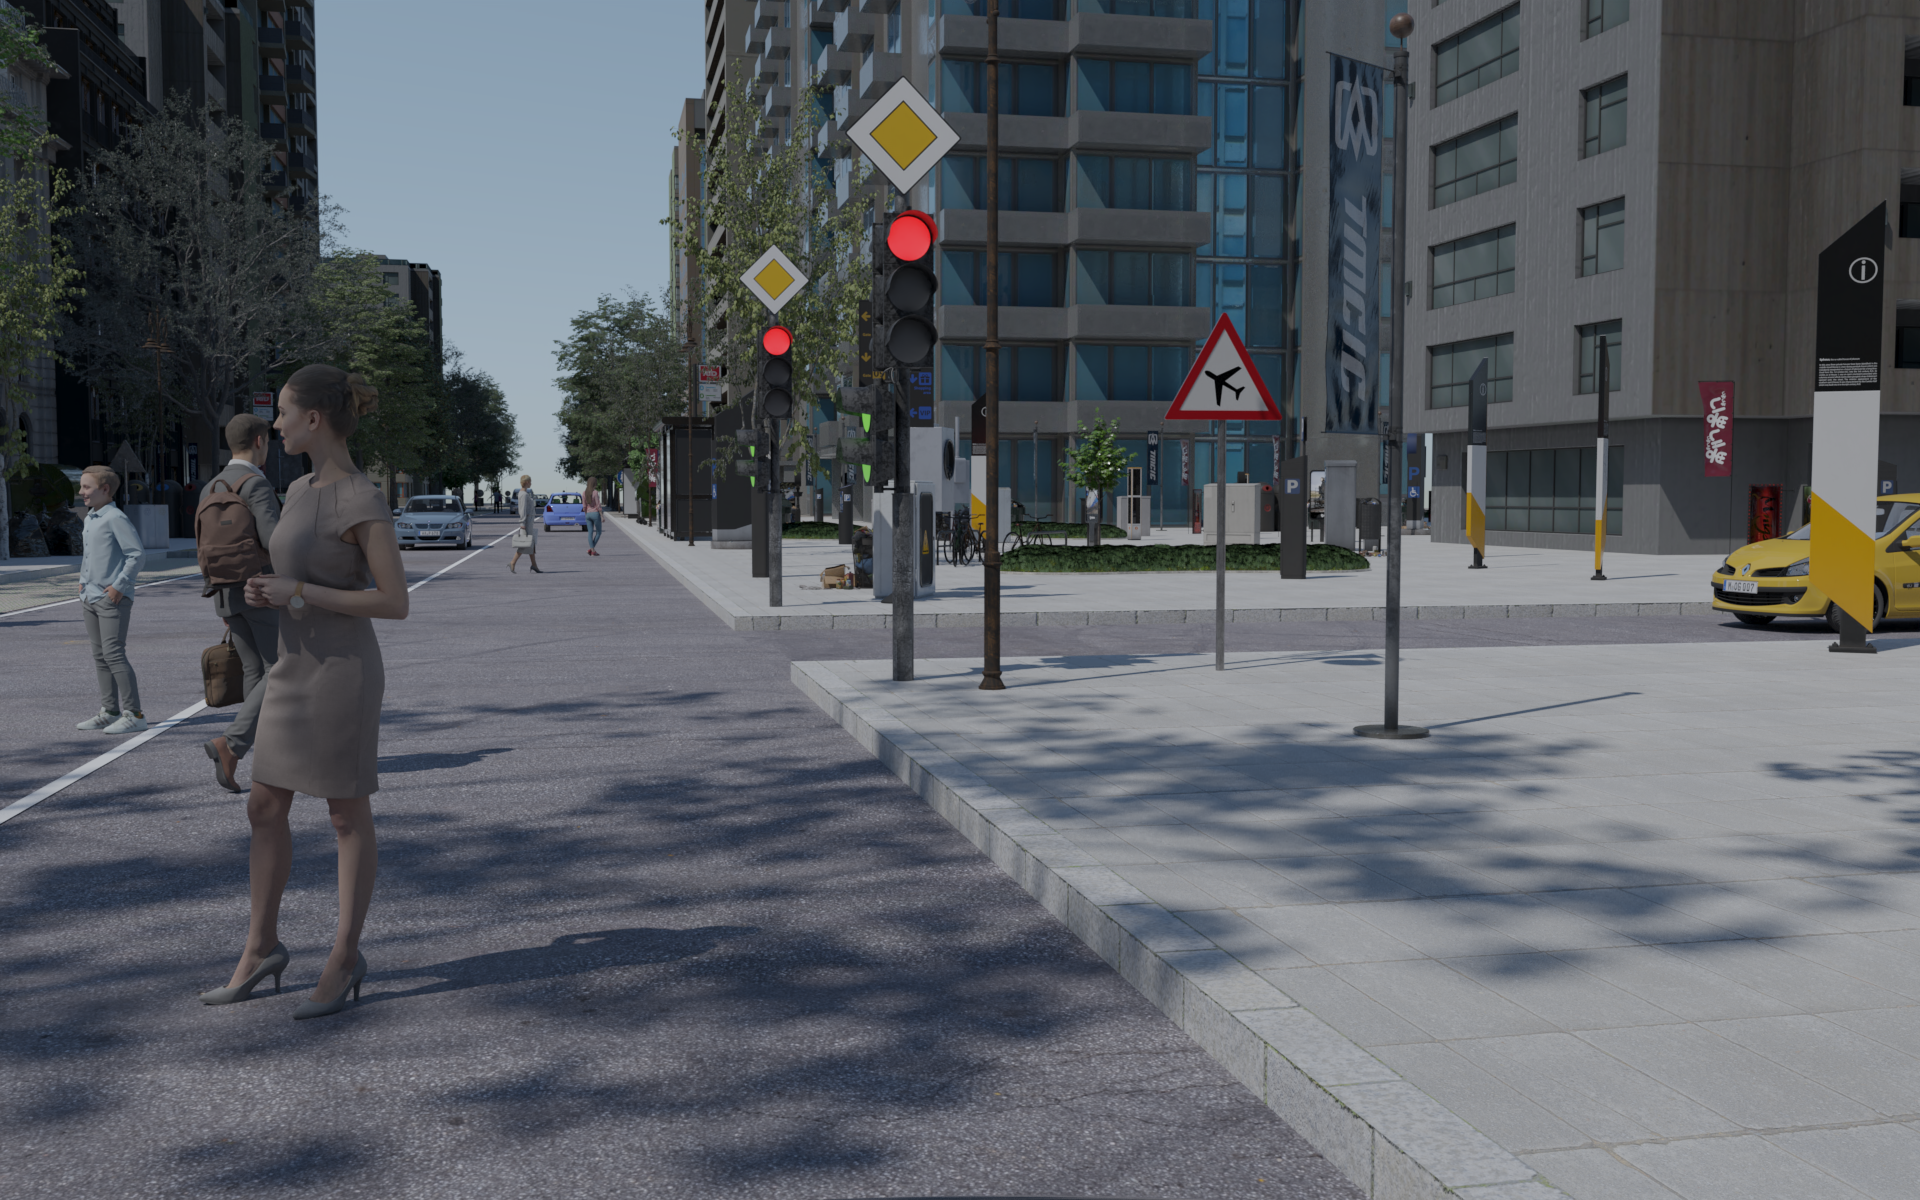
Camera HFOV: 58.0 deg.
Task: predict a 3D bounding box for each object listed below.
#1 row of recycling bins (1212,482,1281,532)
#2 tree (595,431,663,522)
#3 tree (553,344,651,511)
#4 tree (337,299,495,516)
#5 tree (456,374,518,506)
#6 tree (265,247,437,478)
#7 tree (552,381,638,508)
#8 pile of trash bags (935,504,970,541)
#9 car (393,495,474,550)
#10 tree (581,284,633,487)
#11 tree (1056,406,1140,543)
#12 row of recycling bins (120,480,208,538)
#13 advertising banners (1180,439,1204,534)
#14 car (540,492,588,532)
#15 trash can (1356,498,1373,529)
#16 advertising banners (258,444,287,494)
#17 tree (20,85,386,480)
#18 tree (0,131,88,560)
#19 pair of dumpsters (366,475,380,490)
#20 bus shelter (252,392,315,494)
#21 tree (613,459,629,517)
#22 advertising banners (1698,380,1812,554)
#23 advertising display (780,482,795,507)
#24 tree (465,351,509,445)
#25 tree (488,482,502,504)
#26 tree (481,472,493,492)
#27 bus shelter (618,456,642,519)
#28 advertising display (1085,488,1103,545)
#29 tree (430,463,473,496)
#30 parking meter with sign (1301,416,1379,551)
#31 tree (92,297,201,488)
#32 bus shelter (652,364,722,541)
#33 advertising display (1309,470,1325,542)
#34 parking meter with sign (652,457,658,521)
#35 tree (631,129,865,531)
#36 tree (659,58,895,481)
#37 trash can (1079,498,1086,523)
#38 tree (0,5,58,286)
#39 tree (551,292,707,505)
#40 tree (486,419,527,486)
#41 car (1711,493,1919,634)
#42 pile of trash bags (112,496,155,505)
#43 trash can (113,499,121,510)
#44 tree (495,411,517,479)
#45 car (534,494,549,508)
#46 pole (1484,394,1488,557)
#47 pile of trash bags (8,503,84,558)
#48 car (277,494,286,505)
[{"bbox_3d":[9.847,-3.151,58.638,3.534,1.692,1.069,-2,4,-27],"label":"row of recycling bins"},{"bbox_3d":[-13.879,-5.903,80.227,4.285,4.588,4.351,0,3,0],"label":"tree"},{"bbox_3d":[-25.909,-13.080,130.857,9.611,12.733,9.660,0,3,0],"label":"tree"},{"bbox_3d":[-33.566,-11.311,101.944,9.611,12.733,9.660,0,3,0],"label":"tree"},{"bbox_3d":[-51.480,-16.955,183.873,9.857,13.997,8.962,0,3,0],"label":"tree"},{"bbox_3d":[-28.356,-9.921,80.330,7.486,12.596,7.792,0,3,0],"label":"tree"},{"bbox_3d":[-31.347,-14.987,155.407,12.009,13.543,11.850,0,3,0],"label":"tree"},{"bbox_3d":[0.210,-2.324,47.743,1.912,1.369,3.447,-1,4,-19],"label":"pile of trash bags"},{"bbox_3d":[-13.848,-2.060,45.688,2.014,1.417,4.499,-1,4,-13],"label":"car"},{"bbox_3d":[-10.576,-6.654,59.159,4.360,8.622,3.978,0,3,0],"label":"tree"},{"bbox_3d":[3.045,-2.668,38.224,1.663,3.219,1.824,0,3,0],"label":"tree"},{"bbox_3d":[-22.638,-2.647,50.399,3.534,1.692,1.069,0,4,1],"label":"row of recycling bins"},{"bbox_3d":[7.655,-3.643,55.748,0.090,3.025,2.074,3,5,42],"label":"advertising banners"},{"bbox_3d":[-15.193,-3.499,66.803,1.945,1.707,3.694,-1,4,-14],"label":"car"},{"bbox_3d":[14.845,-3.194,63.871,0.748,1.137,0.748,0,3,0],"label":"trash can"},{"bbox_3d":[-25.613,-4.176,64.465,2.074,3.025,0.090,0,4,4],"label":"advertising banners"},{"bbox_3d":[-22.669,-8.686,52.392,12.009,13.543,11.850,0,3,0],"label":"tree"},{"bbox_3d":[-18.652,-5.065,33.167,4.737,8.622,4.395,0,3,0],"label":"tree"},{"bbox_3d":[-30.551,-5.250,88.327,1.574,2.255,4.437,-1,4,-12],"label":"pair of dumpsters"},{"bbox_3d":[-27.179,-5.694,70.721,2.179,5.291,8.768,-1,4,-12],"label":"bus shelter"},{"bbox_3d":[-18.287,-6.157,95.266,1.663,3.219,1.824,0,3,0],"label":"tree"},{"bbox_3d":[12.419,-1.861,26.622,2.074,3.025,0.090,1,4,15],"label":"advertising banners"},{"bbox_3d":[-9.242,-5.347,92.634,0.974,1.923,0.123,-3,5,-40],"label":"advertising display"},{"bbox_3d":[-38.961,-13.404,129.524,12.009,13.543,11.850,0,3,0],"label":"tree"},{"bbox_3d":[-61.345,-14.312,228.603,1.663,3.219,1.824,0,3,0],"label":"tree"},{"bbox_3d":[-58.900,-16.286,216.632,4.737,8.622,4.395,0,3,0],"label":"tree"},{"bbox_3d":[-16.179,-5.719,87.433,2.014,3.302,5.546,-1,4,-12],"label":"bus shelter"},{"bbox_3d":[3.231,-2.235,41.761,0.123,1.923,0.974,-1,4,-14],"label":"advertising display"},{"bbox_3d":[-42.737,-9.895,145.494,4.285,4.588,4.351,0,3,0],"label":"tree"},{"bbox_3d":[8.580,-2.614,38.997,1.738,3.016,0.543,0,4,7],"label":"parking meter with sign"},{"bbox_3d":[-30.300,-6.975,64.404,4.360,8.622,3.978,0,3,0],"label":"tree"},{"bbox_3d":[-7.894,-4.492,51.074,2.179,5.291,8.768,-1,4,-12],"label":"bus shelter"},{"bbox_3d":[9.797,-2.505,46.176,0.974,1.923,0.123,2,4,32],"label":"advertising display"},{"bbox_3d":[-14.165,-5.343,83.617,1.738,3.016,0.543,-3,5,-39],"label":"parking meter with sign"},{"bbox_3d":[-3.981,-5.224,35.774,4.360,8.622,3.978,0,3,0],"label":"tree"},{"bbox_3d":[-3.048,-4.882,30.176,4.737,8.622,4.395,0,3,0],"label":"tree"},{"bbox_3d":[4.696,-3.134,62.901,0.748,1.137,0.748,0,3,0],"label":"trash can"},{"bbox_3d":[-16.413,-5.994,23.763,9.928,11.665,9.643,0,3,0],"label":"tree"},{"bbox_3d":[-20.650,-12.302,107.796,9.857,13.997,8.962,0,3,0],"label":"tree"},{"bbox_3d":[-63.851,-19.181,239.364,9.928,11.665,9.643,0,3,0],"label":"tree"},{"bbox_3d":[10.129,-0.517,18.685,3.980,1.641,2.015,-1,4,-14],"label":"car"},{"bbox_3d":[-21.611,-2.118,44.387,1.912,1.369,3.447,-1,4,-15],"label":"pile of trash bags"},{"bbox_3d":[-25.881,-2.559,53.496,0.748,1.137,0.748,0,3,0],"label":"trash can"},{"bbox_3d":[-44.705,-14.576,155.322,9.611,12.733,9.660,0,3,0],"label":"tree"},{"bbox_3d":[-40.020,-9.507,165.225,2.009,1.686,4.222,-1,4,-14],"label":"car"},{"bbox_3d":[10.603,-2.530,35.202,0.158,3.312,0.155,0,3,0],"label":"pole"},{"bbox_3d":[-19.807,-1.631,36.412,3.447,1.369,1.912,3,5,40],"label":"pile of trash bags"},{"bbox_3d":[-10.533,-0.947,27.279,2.131,1.459,4.920,-1,4,-12],"label":"car"}]
